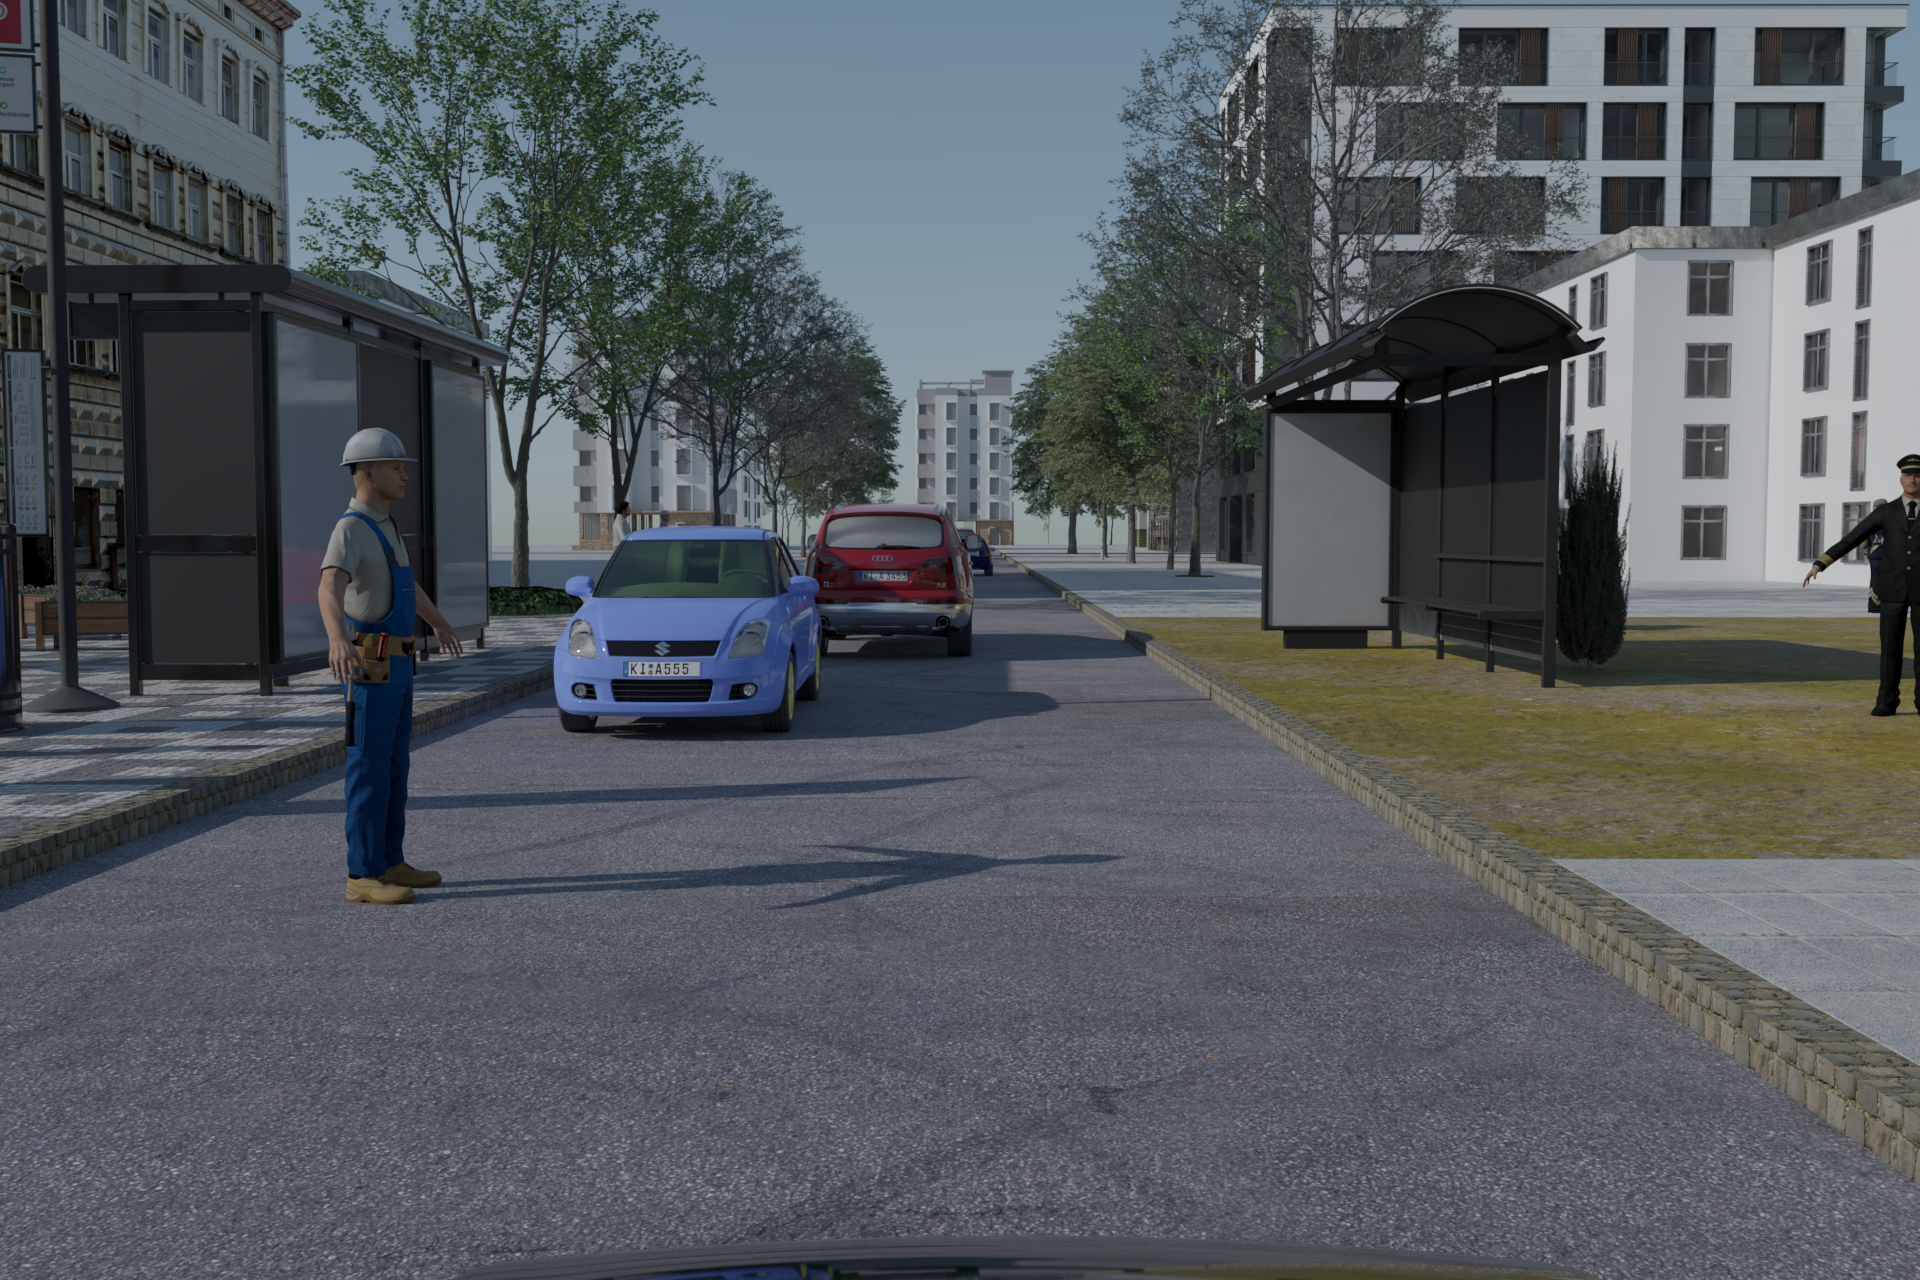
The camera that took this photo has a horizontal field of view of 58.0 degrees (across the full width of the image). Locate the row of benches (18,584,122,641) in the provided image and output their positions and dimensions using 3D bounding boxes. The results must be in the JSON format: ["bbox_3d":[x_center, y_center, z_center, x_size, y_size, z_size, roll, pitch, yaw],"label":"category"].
[{"bbox_3d":[-12.125,-0.389,21.828,4.104,0.672,1.422,2,4,27],"label":"row of benches"}]

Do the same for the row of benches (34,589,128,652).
[{"bbox_3d":[-11.103,-0.216,18.987,4.104,0.672,1.422,-1,4,-10],"label":"row of benches"}]

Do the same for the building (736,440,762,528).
[{"bbox_3d":[-23.537,-13.784,167.511,9.099,9.664,28.070,0,4,1],"label":"building"}]

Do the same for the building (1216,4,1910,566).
[{"bbox_3d":[26.027,-14.650,83.502,27.936,21.610,32.646,0,4,0],"label":"building"}]

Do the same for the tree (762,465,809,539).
[{"bbox_3d":[-20.496,-16.381,202.240,7.601,10.594,8.767,0,4,-6],"label":"tree"}]

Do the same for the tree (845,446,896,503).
[{"bbox_3d":[-11.126,-16.958,203.014,9.928,11.665,9.643,0,3,0],"label":"tree"}]

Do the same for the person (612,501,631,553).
[{"bbox_3d":[-5.296,-1.296,27.378,0.705,1.806,1.347,-1,4,-17],"label":"person"}]

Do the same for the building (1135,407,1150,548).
[{"bbox_3d":[25.494,-17.820,157.814,16.747,18.905,31.486,0,3,0],"label":"building"}]

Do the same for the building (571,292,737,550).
[{"bbox_3d":[-24.400,-17.136,136.589,16.016,20.090,11.380,0,4,1],"label":"building"}]

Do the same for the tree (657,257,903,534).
[{"bbox_3d":[-8.127,-10.081,75.195,12.009,13.543,11.850,0,3,0],"label":"tree"}]

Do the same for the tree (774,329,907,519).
[{"bbox_3d":[-7.859,-12.411,109.578,9.857,13.997,8.962,0,3,0],"label":"tree"}]

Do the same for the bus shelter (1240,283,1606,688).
[{"bbox_3d":[4.179,-1.399,16.793,2.014,3.302,5.546,0,4,0],"label":"bus shelter"}]

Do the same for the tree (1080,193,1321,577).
[{"bbox_3d":[7.176,-7.693,51.528,9.928,11.665,9.643,0,3,0],"label":"tree"}]

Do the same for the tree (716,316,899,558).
[{"bbox_3d":[-8.440,-11.258,94.442,12.009,13.543,11.850,0,3,0],"label":"tree"}]

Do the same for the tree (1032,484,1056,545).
[{"bbox_3d":[10.299,-15.110,197.406,4.360,8.622,3.978,0,3,0],"label":"tree"}]

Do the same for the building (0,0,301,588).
[{"bbox_3d":[-28.831,-12.876,41.448,19.493,23.208,18.063,0,3,0],"label":"building"}]

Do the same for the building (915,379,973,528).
[{"bbox_3d":[-4.929,-21.131,204.371,11.380,20.090,16.016,0,4,4],"label":"building"}]

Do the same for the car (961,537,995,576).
[{"bbox_3d":[0.267,-2.929,60.473,1.945,1.354,3.894,0,4,-1],"label":"car"}]

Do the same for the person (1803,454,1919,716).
[{"bbox_3d":[6.665,-0.380,12.151,1.347,1.837,0.705,2,4,33],"label":"person"}]

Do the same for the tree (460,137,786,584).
[{"bbox_3d":[-8.551,-7.234,44.034,9.928,11.665,9.643,0,3,0],"label":"tree"}]

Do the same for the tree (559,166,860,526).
[{"bbox_3d":[-7.988,-8.993,57.404,12.009,13.543,11.850,0,3,0],"label":"tree"}]

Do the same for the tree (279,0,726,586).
[{"bbox_3d":[-8.146,-6.467,31.496,9.928,11.665,9.643,0,3,0],"label":"tree"}]

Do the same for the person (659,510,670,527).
[{"bbox_3d":[-6.896,-2.128,40.651,0.705,1.847,1.347,-1,4,-10],"label":"person"}]

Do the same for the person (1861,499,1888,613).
[{"bbox_3d":[14.930,-1.364,28.083,0.705,1.856,1.354,1,4,13],"label":"person"}]

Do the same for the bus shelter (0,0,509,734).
[{"bbox_3d":[-6.220,-2.286,15.010,2.179,5.291,8.768,0,4,1],"label":"bus shelter"}]

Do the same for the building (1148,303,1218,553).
[{"bbox_3d":[24.285,-18.214,128.723,19.493,23.208,18.063,0,4,0],"label":"building"}]

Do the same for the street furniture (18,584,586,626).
[{"bbox_3d":[-11.017,-0.653,26.304,10.072,0.657,5.734,0,4,0],"label":"street furniture"}]

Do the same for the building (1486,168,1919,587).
[{"bbox_3d":[22.866,-6.443,47.496,9.099,9.664,28.070,0,4,1],"label":"building"}]

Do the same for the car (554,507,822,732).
[{"bbox_3d":[-2.049,-0.250,13.675,1.945,1.707,3.694,0,4,0],"label":"car"}]

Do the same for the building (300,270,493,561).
[{"bbox_3d":[-23.332,-7.781,69.371,9.099,9.664,28.070,0,4,1],"label":"building"}]

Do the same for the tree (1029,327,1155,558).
[{"bbox_3d":[7.380,-10.677,92.696,7.486,12.596,7.792,0,3,0],"label":"tree"}]

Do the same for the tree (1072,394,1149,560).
[{"bbox_3d":[7.211,-8.228,84.895,4.737,8.622,4.395,0,3,0],"label":"tree"}]

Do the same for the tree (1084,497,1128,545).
[{"bbox_3d":[18.057,-16.418,202.839,7.601,10.594,8.767,0,4,0],"label":"tree"}]

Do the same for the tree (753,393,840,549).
[{"bbox_3d":[-8.824,-8.328,86.521,4.360,8.622,3.978,0,3,0],"label":"tree"}]

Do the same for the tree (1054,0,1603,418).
[{"bbox_3d":[7.023,-7.512,33.195,12.009,13.543,11.850,0,3,0],"label":"tree"}]

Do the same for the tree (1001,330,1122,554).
[{"bbox_3d":[7.238,-12.440,110.045,9.857,13.997,8.962,0,3,0],"label":"tree"}]

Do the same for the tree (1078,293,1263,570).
[{"bbox_3d":[7.831,-7.772,61.477,7.601,10.594,8.767,-1,4,-13],"label":"tree"}]

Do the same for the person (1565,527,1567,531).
[{"bbox_3d":[12.995,-1.864,36.602,1.348,1.813,0.705,-1,4,-9],"label":"person"}]

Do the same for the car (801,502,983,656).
[{"bbox_3d":[-0.847,-0.806,21.844,2.281,1.827,5.304,0,4,0],"label":"car"}]

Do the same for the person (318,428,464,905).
[{"bbox_3d":[-2.272,0.090,6.848,0.705,1.847,1.347,0,4,0],"label":"person"}]

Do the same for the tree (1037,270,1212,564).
[{"bbox_3d":[7.207,-9.588,74.889,7.486,12.596,7.792,0,3,0],"label":"tree"}]

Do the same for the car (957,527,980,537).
[{"bbox_3d":[0.042,-5.630,100.718,2.281,1.827,5.304,0,4,-1],"label":"car"}]
